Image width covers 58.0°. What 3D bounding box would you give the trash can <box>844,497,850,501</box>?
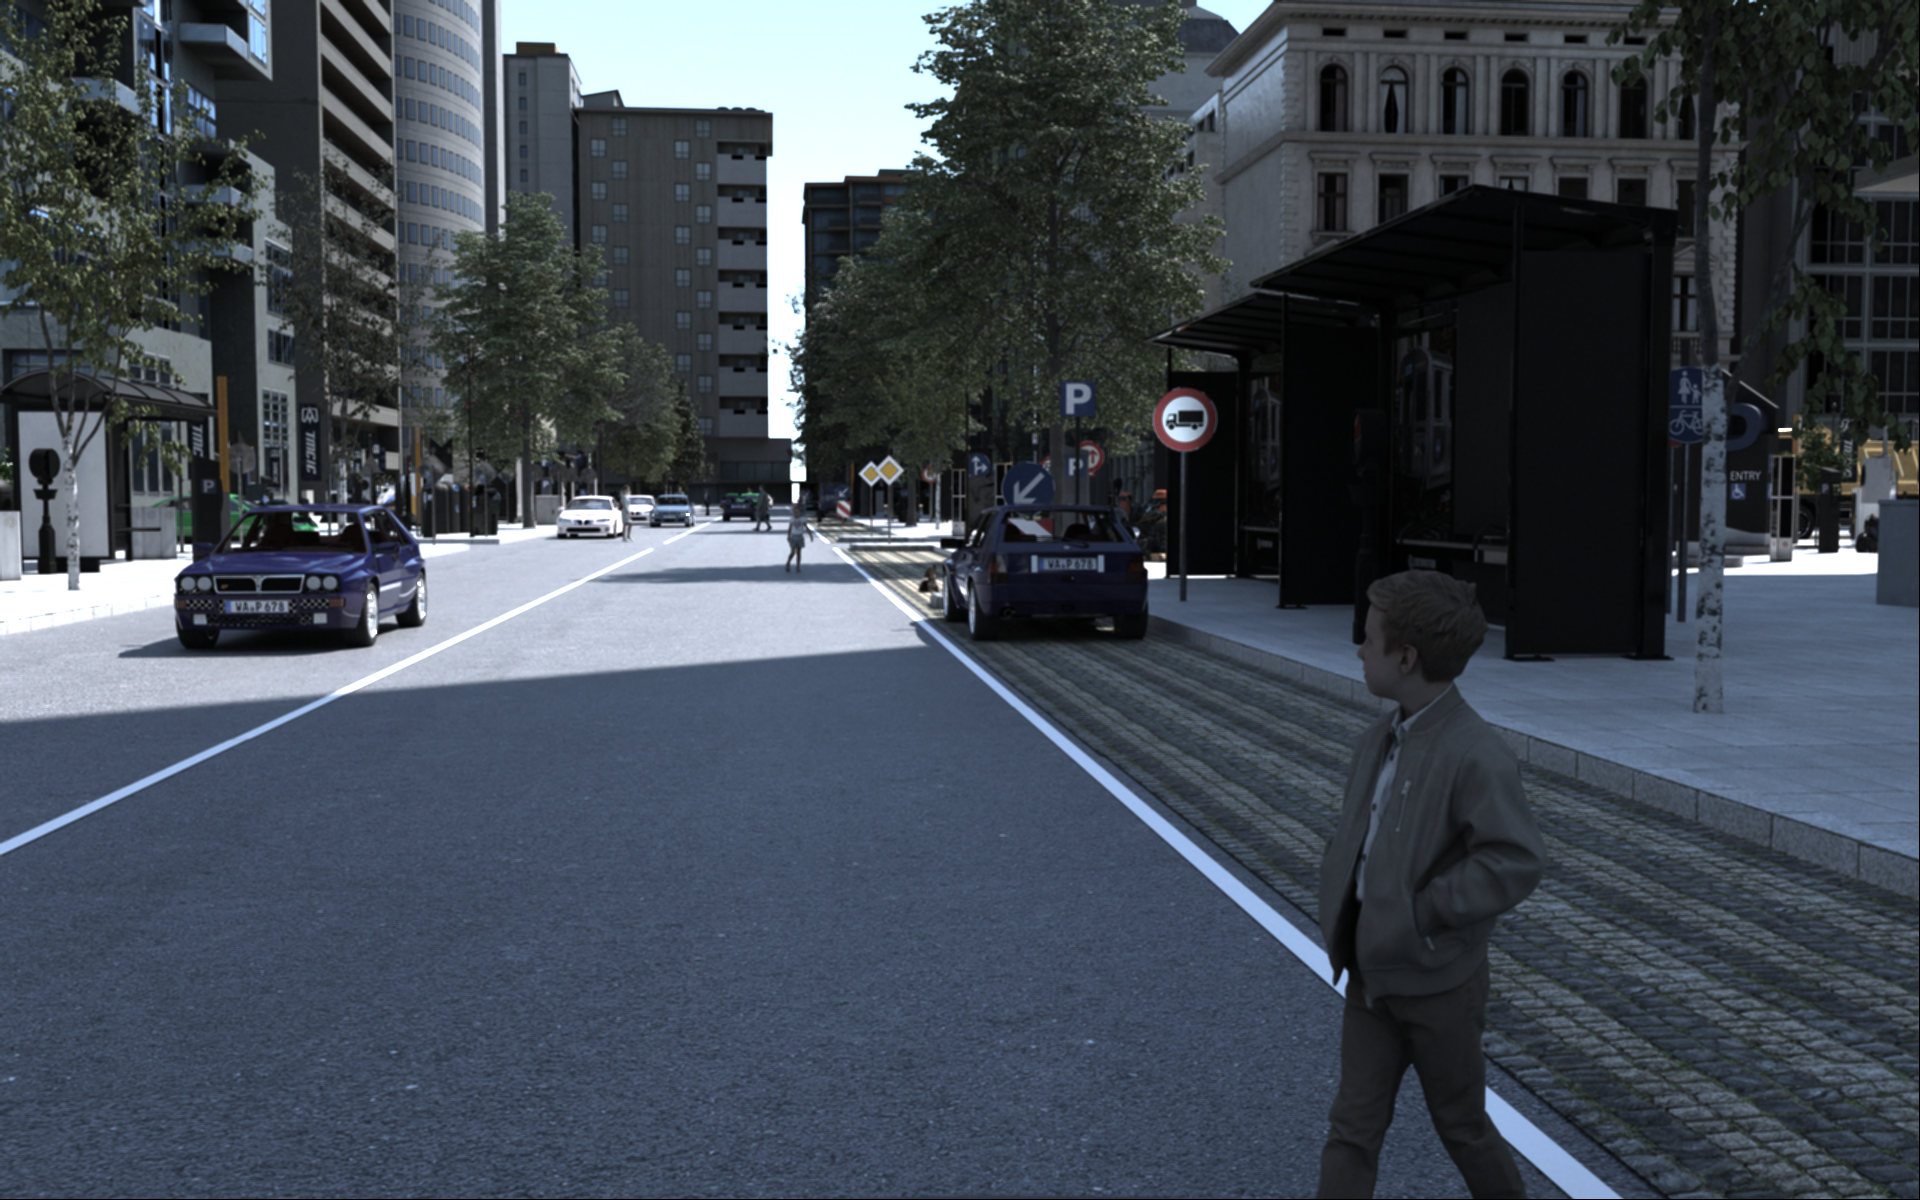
[{"bbox_3d":[-8.117,-6.822,123.188,0.748,1.137,0.748,0,3,0],"label":"trash can"}]

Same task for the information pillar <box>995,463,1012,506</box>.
[{"bbox_3d":[1.040,-2.245,41.197,0.304,2.012,0.304,2,4,33],"label":"information pillar"}]

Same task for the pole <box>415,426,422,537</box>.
[{"bbox_3d":[-16.236,-3.552,51.919,0.158,3.312,0.155,0,3,0],"label":"pole"}]

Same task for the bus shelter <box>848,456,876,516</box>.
[{"bbox_3d":[-6.144,-7.061,106.733,1.731,3.624,6.357,0,4,-6],"label":"bus shelter"}]

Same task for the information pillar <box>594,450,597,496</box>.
[{"bbox_3d":[-19.451,-6.181,92.417,0.183,3.616,0.504,0,4,-6],"label":"information pillar"}]

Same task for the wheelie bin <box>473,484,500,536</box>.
[{"bbox_3d":[-14.682,-2.803,53.744,0.693,1.594,0.980,2,4,34],"label":"wheelie bin"}]

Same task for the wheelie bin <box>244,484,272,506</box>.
[{"bbox_3d":[-21.664,-2.787,53.480,0.980,1.594,0.693,1,4,16],"label":"wheelie bin"}]

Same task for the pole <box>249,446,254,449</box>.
[{"bbox_3d":[-30.300,-4.912,74.152,0.158,3.312,0.155,0,3,0],"label":"pole"}]

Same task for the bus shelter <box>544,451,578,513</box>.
[{"bbox_3d":[-20.486,-6.619,85.858,2.179,5.291,8.768,0,4,-6],"label":"bus shelter"}]

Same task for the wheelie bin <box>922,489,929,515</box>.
[{"bbox_3d":[-1.981,-6.114,107.876,0.693,1.594,0.980,-2,4,-27],"label":"wheelie bin"}]

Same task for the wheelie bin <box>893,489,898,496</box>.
[{"bbox_3d":[-4.369,-6.602,115.846,0.693,1.594,0.980,0,4,6],"label":"wheelie bin"}]

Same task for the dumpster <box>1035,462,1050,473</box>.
[{"bbox_3d":[2.503,-3.108,53.314,1.502,2.255,1.985,0,4,-6],"label":"dumpster"}]

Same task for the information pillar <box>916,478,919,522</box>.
[{"bbox_3d":[-2.081,-4.596,79.631,0.304,2.012,0.304,3,5,43],"label":"information pillar"}]

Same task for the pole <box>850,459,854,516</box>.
[{"bbox_3d":[-6.345,-6.615,101.994,0.158,3.312,0.155,0,3,0],"label":"pole"}]

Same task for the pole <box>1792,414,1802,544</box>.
[{"bbox_3d":[21.365,-3.085,44.278,0.158,3.312,0.155,0,3,0],"label":"pole"}]

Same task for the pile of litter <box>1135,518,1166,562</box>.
[{"bbox_3d":[3.966,-1.161,32.952,1.719,0.858,1.176,1,4,18],"label":"pile of litter"}]

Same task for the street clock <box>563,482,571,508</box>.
[{"bbox_3d":[-17.743,-4.509,78.298,0.358,2.002,0.471,-2,4,-33],"label":"street clock"}]

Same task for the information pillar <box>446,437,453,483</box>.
[{"bbox_3d":[-21.111,-4.893,71.363,0.183,3.616,0.504,3,5,40],"label":"information pillar"}]

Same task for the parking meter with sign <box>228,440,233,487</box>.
[{"bbox_3d":[-24.382,-3.642,55.800,1.738,3.016,0.543,-3,5,-44],"label":"parking meter with sign"}]

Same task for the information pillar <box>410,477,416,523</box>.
[{"bbox_3d":[-23.646,-4.323,75.177,0.304,2.012,0.304,3,5,41],"label":"information pillar"}]

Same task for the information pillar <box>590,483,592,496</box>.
[{"bbox_3d":[-20.186,-5.481,94.107,0.304,2.012,0.304,1,4,12],"label":"information pillar"}]

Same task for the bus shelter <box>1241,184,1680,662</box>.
[{"bbox_3d":[4.399,-1.533,16.340,1.731,3.624,6.357,0,4,-6],"label":"bus shelter"}]

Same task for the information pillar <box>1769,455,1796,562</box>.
[{"bbox_3d":[15.604,-1.735,32.864,0.304,2.012,0.304,0,4,-2],"label":"information pillar"}]

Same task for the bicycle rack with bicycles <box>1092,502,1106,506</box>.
[{"bbox_3d":[5.870,-4.121,80.763,2.925,0.926,2.852,1,4,9],"label":"bicycle rack with bicycles"}]

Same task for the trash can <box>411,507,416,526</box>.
[{"bbox_3d":[-22.075,-3.571,70.047,0.748,1.137,0.748,0,3,0],"label":"trash can"}]

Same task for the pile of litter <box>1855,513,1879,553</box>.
[{"bbox_3d":[20.358,-1.471,38.021,1.719,0.858,1.176,-2,4,-29],"label":"pile of litter"}]

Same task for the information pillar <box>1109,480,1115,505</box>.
[{"bbox_3d":[7.892,-5.243,90.217,0.304,2.012,0.304,3,4,36],"label":"information pillar"}]

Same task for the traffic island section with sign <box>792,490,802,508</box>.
[{"bbox_3d":[-13.659,-8.856,153.424,1.989,1.847,2.006,0,4,-6],"label":"traffic island section with sign"}]

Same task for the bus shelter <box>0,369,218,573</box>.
[{"bbox_3d":[-14.938,-2.252,30.744,2.014,3.302,5.546,0,4,-6],"label":"bus shelter"}]

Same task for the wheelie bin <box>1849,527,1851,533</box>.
[{"bbox_3d":[29.538,-2.995,56.872,0.980,1.594,0.693,-3,5,-44],"label":"wheelie bin"}]

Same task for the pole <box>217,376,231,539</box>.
[{"bbox_3d":[-12.793,-2.219,30.117,0.158,3.312,0.155,0,3,0],"label":"pole"}]

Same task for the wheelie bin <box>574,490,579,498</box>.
[{"bbox_3d":[-26.300,-6.877,120.340,0.980,1.594,0.693,-2,4,-29],"label":"wheelie bin"}]

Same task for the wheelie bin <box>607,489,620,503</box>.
[{"bbox_3d":[-22.292,-6.345,111.648,0.693,1.594,0.980,1,4,13],"label":"wheelie bin"}]

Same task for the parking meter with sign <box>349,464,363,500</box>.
[{"bbox_3d":[-34.943,-6.384,100.634,0.543,3.016,1.738,-3,5,-42],"label":"parking meter with sign"}]

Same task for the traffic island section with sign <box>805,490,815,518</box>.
[{"bbox_3d":[-8.289,-5.832,103.987,1.989,1.847,2.006,0,4,-6],"label":"traffic island section with sign"}]

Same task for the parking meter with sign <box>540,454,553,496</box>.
[{"bbox_3d":[-17.944,-4.818,75.039,0.543,3.016,1.738,-1,4,-10],"label":"parking meter with sign"}]

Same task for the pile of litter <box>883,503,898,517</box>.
[{"bbox_3d":[-3.626,-4.933,94.620,1.176,0.858,1.719,0,4,-2],"label":"pile of litter"}]

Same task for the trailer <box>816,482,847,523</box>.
[{"bbox_3d":[-6.457,-4.851,86.360,1.471,1.999,3.904,0,4,-8],"label":"trailer"}]

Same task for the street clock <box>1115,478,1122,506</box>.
[{"bbox_3d":[7.178,-4.515,78.389,0.358,2.002,0.471,-1,4,-8],"label":"street clock"}]

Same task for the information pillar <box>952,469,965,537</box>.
[{"bbox_3d":[-0.031,-2.892,51.780,0.304,2.012,0.304,2,4,33],"label":"information pillar"}]

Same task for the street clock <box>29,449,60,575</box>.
[{"bbox_3d":[-14.591,-1.412,27.652,0.358,2.002,0.471,0,4,5],"label":"street clock"}]

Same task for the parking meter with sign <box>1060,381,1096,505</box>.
[{"bbox_3d":[1.866,-1.920,27.645,0.543,3.016,1.738,0,4,3],"label":"parking meter with sign"}]

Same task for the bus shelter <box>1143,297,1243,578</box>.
[{"bbox_3d":[3.960,-1.962,23.359,1.731,3.624,6.357,0,4,-6],"label":"bus shelter"}]

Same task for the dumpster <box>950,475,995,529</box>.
[{"bbox_3d":[0.408,-2.905,53.252,1.264,1.857,1.865,0,4,-6],"label":"dumpster"}]

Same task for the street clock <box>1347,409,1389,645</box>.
[{"bbox_3d":[3.474,-0.624,14.765,0.358,2.002,0.471,0,4,2],"label":"street clock"}]

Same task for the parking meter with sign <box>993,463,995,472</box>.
[{"bbox_3d":[2.736,-6.100,95.988,1.738,3.016,0.543,-1,4,-17],"label":"parking meter with sign"}]

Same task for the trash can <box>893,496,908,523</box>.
[{"bbox_3d":[-2.461,-4.030,77.546,0.748,1.137,0.748,0,3,0],"label":"trash can"}]

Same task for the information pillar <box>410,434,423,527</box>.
[{"bbox_3d":[-21.183,-4.663,67.589,0.504,3.616,0.183,1,4,15],"label":"information pillar"}]

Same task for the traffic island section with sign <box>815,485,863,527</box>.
[{"bbox_3d":[-5.302,-4.165,76.720,1.989,1.847,2.006,0,4,-6],"label":"traffic island section with sign"}]

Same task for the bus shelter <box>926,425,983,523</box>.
[{"bbox_3d":[-0.460,-6.400,82.265,2.179,5.291,8.768,0,4,-6],"label":"bus shelter"}]

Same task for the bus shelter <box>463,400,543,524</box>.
[{"bbox_3d":[-20.150,-6.011,75.913,2.179,5.291,8.768,0,4,-6],"label":"bus shelter"}]

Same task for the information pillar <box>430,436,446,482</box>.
[{"bbox_3d":[-21.287,-4.834,70.397,0.504,3.616,0.183,0,4,4],"label":"information pillar"}]
